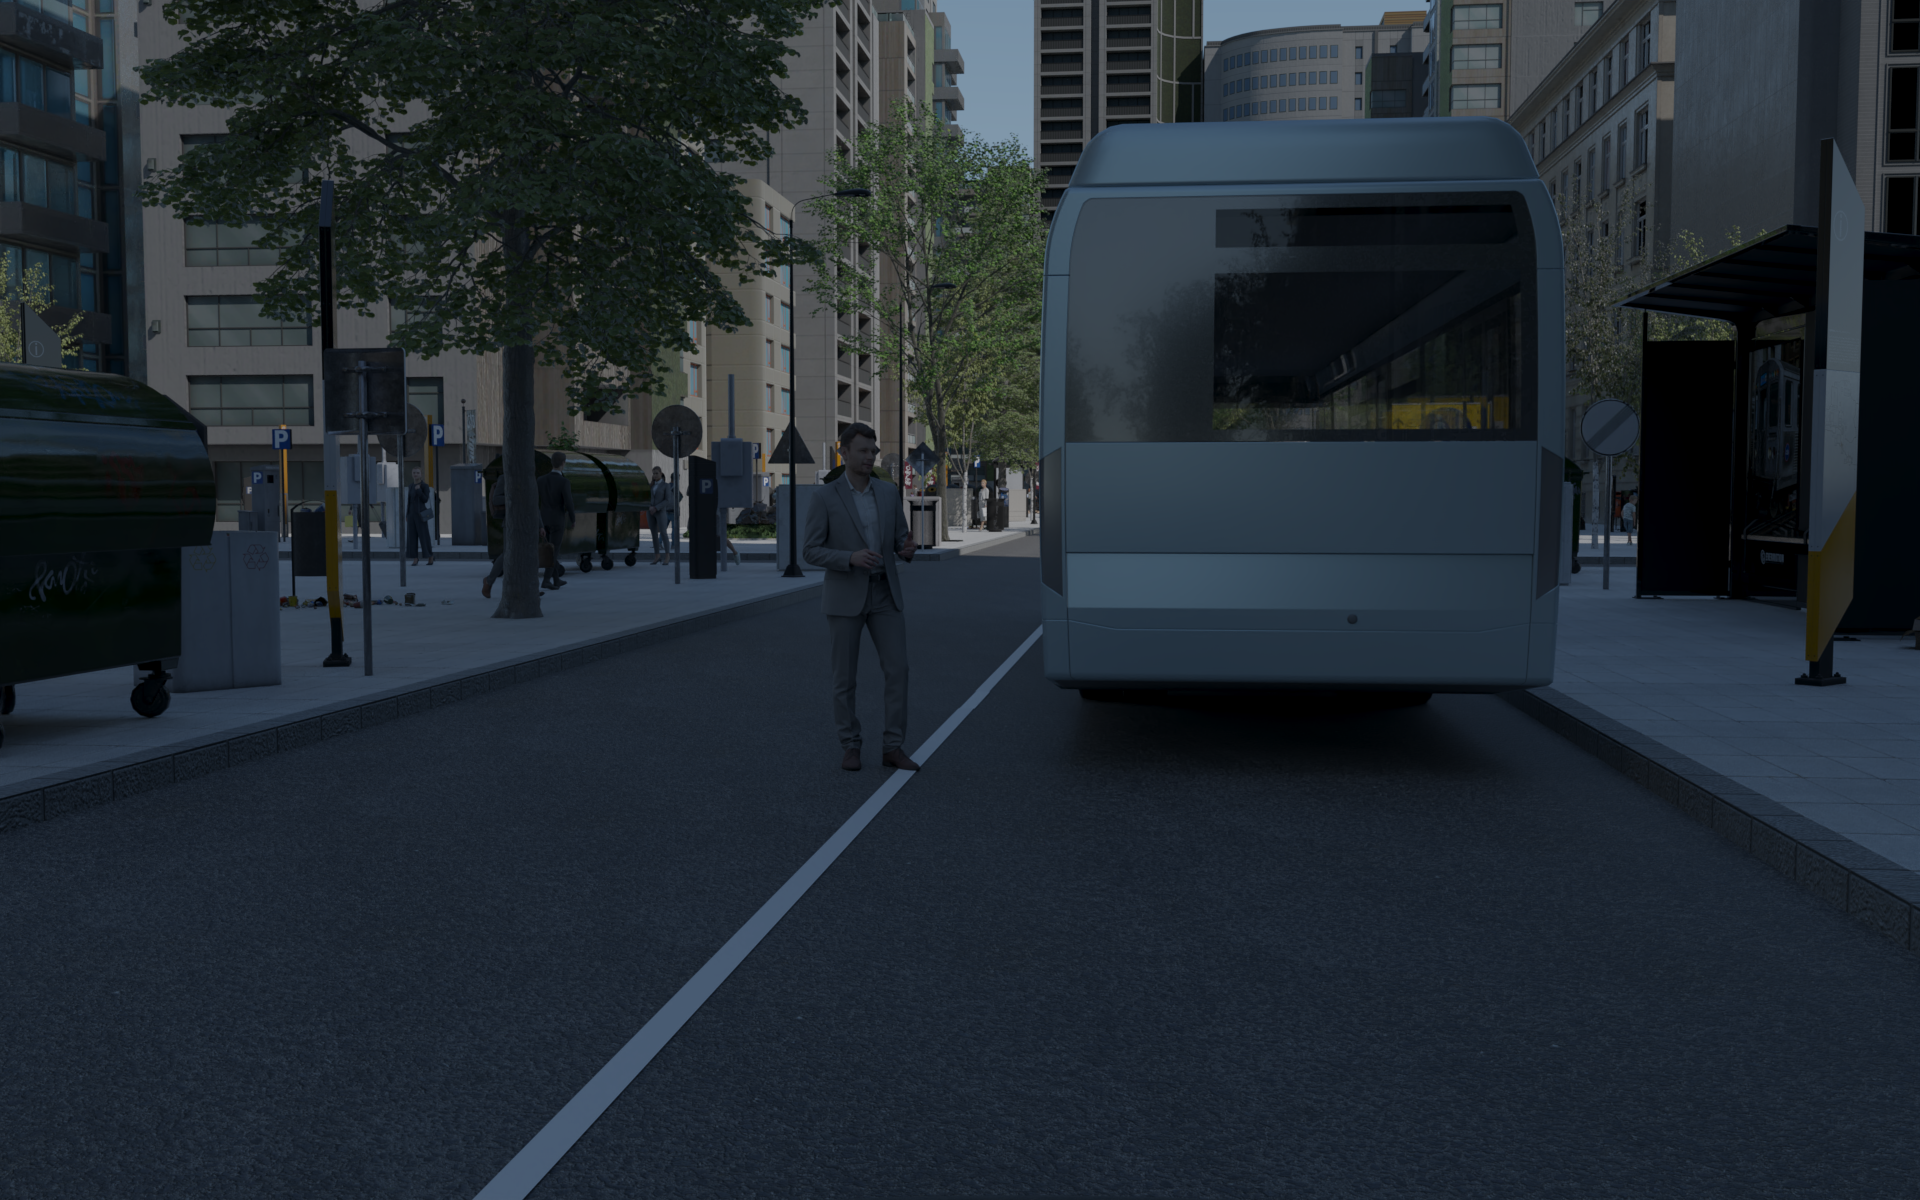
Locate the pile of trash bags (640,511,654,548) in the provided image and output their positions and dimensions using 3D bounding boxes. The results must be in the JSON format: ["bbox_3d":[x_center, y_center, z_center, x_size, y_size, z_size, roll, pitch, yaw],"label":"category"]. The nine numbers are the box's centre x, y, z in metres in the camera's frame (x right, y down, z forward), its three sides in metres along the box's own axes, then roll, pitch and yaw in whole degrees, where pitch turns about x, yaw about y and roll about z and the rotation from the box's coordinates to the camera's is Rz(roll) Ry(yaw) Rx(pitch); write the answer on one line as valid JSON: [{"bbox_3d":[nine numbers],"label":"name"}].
[{"bbox_3d":[-8.625,-1.961,41.822,3.447,1.369,1.912,2,4,31],"label":"pile of trash bags"}]

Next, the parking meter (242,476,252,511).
[{"bbox_3d":[-22.047,-2.938,53.740,0.399,1.863,0.255,-2,4,-29],"label":"parking meter"}]

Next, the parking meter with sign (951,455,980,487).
[{"bbox_3d":[0.007,-4.999,77.990,1.738,3.016,0.543,2,4,29],"label":"parking meter with sign"}]

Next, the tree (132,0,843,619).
[{"bbox_3d":[-4.697,-6.113,18.067,7.486,12.596,7.792,0,3,0],"label":"tree"}]

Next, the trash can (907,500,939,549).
[{"bbox_3d":[-0.861,-1.752,40.293,0.748,1.137,0.748,0,3,0],"label":"trash can"}]

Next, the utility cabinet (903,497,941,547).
[{"bbox_3d":[-0.982,-1.919,42.533,1.020,1.237,0.306,1,4,10],"label":"utility cabinet"}]

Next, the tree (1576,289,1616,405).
[{"bbox_3d":[21.930,-6.413,55.218,4.737,8.622,4.395,0,3,0],"label":"tree"}]

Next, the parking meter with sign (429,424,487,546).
[{"bbox_3d":[-12.282,-2.864,43.093,1.738,3.016,0.543,1,4,17],"label":"parking meter with sign"}]

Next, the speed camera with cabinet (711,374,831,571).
[{"bbox_3d":[-3.103,-2.114,28.892,2.038,3.252,0.660,0,4,-5],"label":"speed camera with cabinet"}]

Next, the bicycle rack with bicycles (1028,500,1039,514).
[{"bbox_3d":[5.232,-6.020,111.815,2.925,0.926,2.852,1,4,14],"label":"bicycle rack with bicycles"}]

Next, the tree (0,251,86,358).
[{"bbox_3d":[-29.272,-6.305,53.456,4.737,8.622,4.395,0,3,0],"label":"tree"}]

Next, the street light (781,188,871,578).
[{"bbox_3d":[-2.044,-3.303,26.538,1.470,5.913,1.316,0,4,7],"label":"street light"}]

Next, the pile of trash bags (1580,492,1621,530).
[{"bbox_3d":[22.123,-3.217,62.356,3.447,1.369,1.912,1,4,23],"label":"pile of trash bags"}]

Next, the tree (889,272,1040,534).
[{"bbox_3d":[-0.003,-6.554,57.514,4.737,8.622,4.395,0,3,0],"label":"tree"}]

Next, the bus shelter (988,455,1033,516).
[{"bbox_3d":[2.793,-5.952,91.233,2.014,3.302,5.546,0,4,7],"label":"bus shelter"}]

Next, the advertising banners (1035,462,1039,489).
[{"bbox_3d":[4.590,-6.058,95.239,0.090,3.025,2.074,2,4,28],"label":"advertising banners"}]

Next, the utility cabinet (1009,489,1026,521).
[{"bbox_3d":[2.462,-4.393,80.509,1.173,1.500,0.318,-1,4,-15],"label":"utility cabinet"}]

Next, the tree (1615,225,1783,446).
[{"bbox_3d":[20.491,-5.904,46.892,4.737,8.622,4.395,0,3,0],"label":"tree"}]

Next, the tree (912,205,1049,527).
[{"bbox_3d":[1.705,-9.178,68.195,7.486,12.596,7.792,0,3,0],"label":"tree"}]

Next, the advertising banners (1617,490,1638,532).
[{"bbox_3d":[23.307,-3.827,58.763,2.074,3.025,0.090,-1,4,-10],"label":"advertising banners"}]

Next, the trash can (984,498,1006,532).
[{"bbox_3d":[1.191,-2.867,58.529,0.748,1.137,0.748,0,3,0],"label":"trash can"}]

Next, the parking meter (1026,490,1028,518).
[{"bbox_3d":[3.551,-5.273,94.626,0.372,1.533,0.369,0,3,0],"label":"parking meter"}]

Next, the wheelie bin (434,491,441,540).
[{"bbox_3d":[-14.864,-2.470,48.285,0.693,1.594,0.980,-2,4,-29],"label":"wheelie bin"}]

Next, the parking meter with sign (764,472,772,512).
[{"bbox_3d":[-6.993,-3.897,59.976,1.738,3.016,0.543,2,4,32],"label":"parking meter with sign"}]

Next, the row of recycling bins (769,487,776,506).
[{"bbox_3d":[-9.110,-5.097,90.447,3.534,1.692,1.069,3,4,38],"label":"row of recycling bins"}]

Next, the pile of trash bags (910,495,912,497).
[{"bbox_3d":[-2.470,-5.162,94.158,3.447,1.369,1.912,2,4,28],"label":"pile of trash bags"}]

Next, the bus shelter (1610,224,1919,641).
[{"bbox_3d":[8.420,-1.640,18.097,1.731,3.624,6.357,0,4,7],"label":"bus shelter"}]

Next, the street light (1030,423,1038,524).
[{"bbox_3d":[3.693,-6.175,73.500,1.470,5.913,1.316,0,4,7],"label":"street light"}]

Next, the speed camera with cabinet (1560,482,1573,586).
[{"bbox_3d":[8.331,-1.885,25.160,0.660,3.252,2.038,0,4,3],"label":"speed camera with cabinet"}]

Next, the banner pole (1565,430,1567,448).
[{"bbox_3d":[23.370,-4.753,67.724,0.863,3.779,0.401,2,4,24],"label":"banner pole"}]

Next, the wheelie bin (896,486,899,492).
[{"bbox_3d":[-2.566,-3.625,67.184,0.693,1.594,0.980,-3,4,-36],"label":"wheelie bin"}]

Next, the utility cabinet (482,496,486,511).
[{"bbox_3d":[-13.998,-2.364,49.820,0.306,1.237,1.020,3,5,42],"label":"utility cabinet"}]

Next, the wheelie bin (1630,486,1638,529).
[{"bbox_3d":[25.016,-3.433,64.032,0.693,1.594,0.980,2,4,26],"label":"wheelie bin"}]

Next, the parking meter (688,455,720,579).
[{"bbox_3d":[-3.885,-1.254,26.216,0.399,1.863,0.255,-3,4,-37],"label":"parking meter"}]

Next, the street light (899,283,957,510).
[{"bbox_3d":[-0.773,-4.024,38.327,1.470,5.913,1.316,0,4,7],"label":"street light"}]

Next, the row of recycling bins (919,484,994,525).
[{"bbox_3d":[-0.045,-3.977,72.131,3.534,1.692,1.069,3,5,39],"label":"row of recycling bins"}]

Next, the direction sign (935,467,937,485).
[{"bbox_3d":[-1.535,-7.465,114.047,0.379,3.537,0.876,1,4,17],"label":"direction sign"}]

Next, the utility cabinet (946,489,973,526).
[{"bbox_3d":[-0.086,-3.679,68.829,1.173,1.500,0.318,0,4,-5],"label":"utility cabinet"}]

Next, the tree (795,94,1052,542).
[{"bbox_3d":[-0.656,-7.380,46.413,9.928,11.665,9.643,0,3,0],"label":"tree"}]

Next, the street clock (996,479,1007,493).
[{"bbox_3d":[1.801,-4.348,75.659,0.471,2.002,0.358,1,4,9],"label":"street clock"}]

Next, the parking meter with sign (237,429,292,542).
[{"bbox_3d":[-18.319,-3.018,45.602,0.543,3.016,1.738,1,4,13],"label":"parking meter with sign"}]

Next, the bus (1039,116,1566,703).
[{"bbox_3d":[2.374,-1.240,15.132,2.948,3.499,13.247,0,4,6],"label":"bus"}]

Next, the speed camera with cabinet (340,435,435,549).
[{"bbox_3d":[-13.484,-2.841,40.786,2.038,3.252,0.660,-3,4,-37],"label":"speed camera with cabinet"}]

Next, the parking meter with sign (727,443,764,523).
[{"bbox_3d":[-7.613,-3.807,58.503,1.738,3.016,0.543,-2,4,-32],"label":"parking meter with sign"}]

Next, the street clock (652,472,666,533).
[{"bbox_3d":[-9.940,-3.219,57.199,0.358,2.002,0.471,2,4,25],"label":"street clock"}]

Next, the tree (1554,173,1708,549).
[{"bbox_3d":[15.008,-5.486,40.052,4.360,8.622,3.978,0,3,0],"label":"tree"}]

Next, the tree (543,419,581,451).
[{"bbox_3d":[-10.425,-3.090,45.125,1.663,3.219,1.824,0,3,0],"label":"tree"}]

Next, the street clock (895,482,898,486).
[{"bbox_3d":[-3.867,-5.912,101.225,0.471,2.002,0.358,1,4,8],"label":"street clock"}]

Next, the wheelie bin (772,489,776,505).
[{"bbox_3d":[-6.279,-3.261,61.225,0.693,1.594,0.980,0,4,-1],"label":"wheelie bin"}]

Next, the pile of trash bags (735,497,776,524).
[{"bbox_3d":[-5.733,-2.762,54.916,1.912,1.369,3.447,1,4,21],"label":"pile of trash bags"}]

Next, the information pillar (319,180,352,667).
[{"bbox_3d":[-4.649,-1.312,12.811,0.183,3.616,0.504,-1,4,-16],"label":"information pillar"}]

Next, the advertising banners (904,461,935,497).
[{"bbox_3d":[-2.011,-5.851,91.843,2.074,3.025,0.090,0,4,5],"label":"advertising banners"}]

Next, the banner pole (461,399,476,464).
[{"bbox_3d":[-12.875,-3.388,45.406,0.401,3.779,0.863,-3,5,-44],"label":"banner pole"}]

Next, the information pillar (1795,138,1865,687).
[{"bbox_3d":[5.879,-1.241,11.640,0.504,3.616,0.183,-3,4,-38],"label":"information pillar"}]

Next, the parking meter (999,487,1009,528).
[{"bbox_3d":[1.684,-3.526,66.065,0.372,1.533,0.369,0,3,0],"label":"parking meter"}]

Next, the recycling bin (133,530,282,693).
[{"bbox_3d":[-5.050,0.058,11.598,0.722,1.027,0.722,3,5,43],"label":"recycling bin"}]

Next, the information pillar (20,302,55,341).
[{"bbox_3d":[-11.328,-1.838,21.412,0.183,3.616,0.504,2,4,28],"label":"information pillar"}]
